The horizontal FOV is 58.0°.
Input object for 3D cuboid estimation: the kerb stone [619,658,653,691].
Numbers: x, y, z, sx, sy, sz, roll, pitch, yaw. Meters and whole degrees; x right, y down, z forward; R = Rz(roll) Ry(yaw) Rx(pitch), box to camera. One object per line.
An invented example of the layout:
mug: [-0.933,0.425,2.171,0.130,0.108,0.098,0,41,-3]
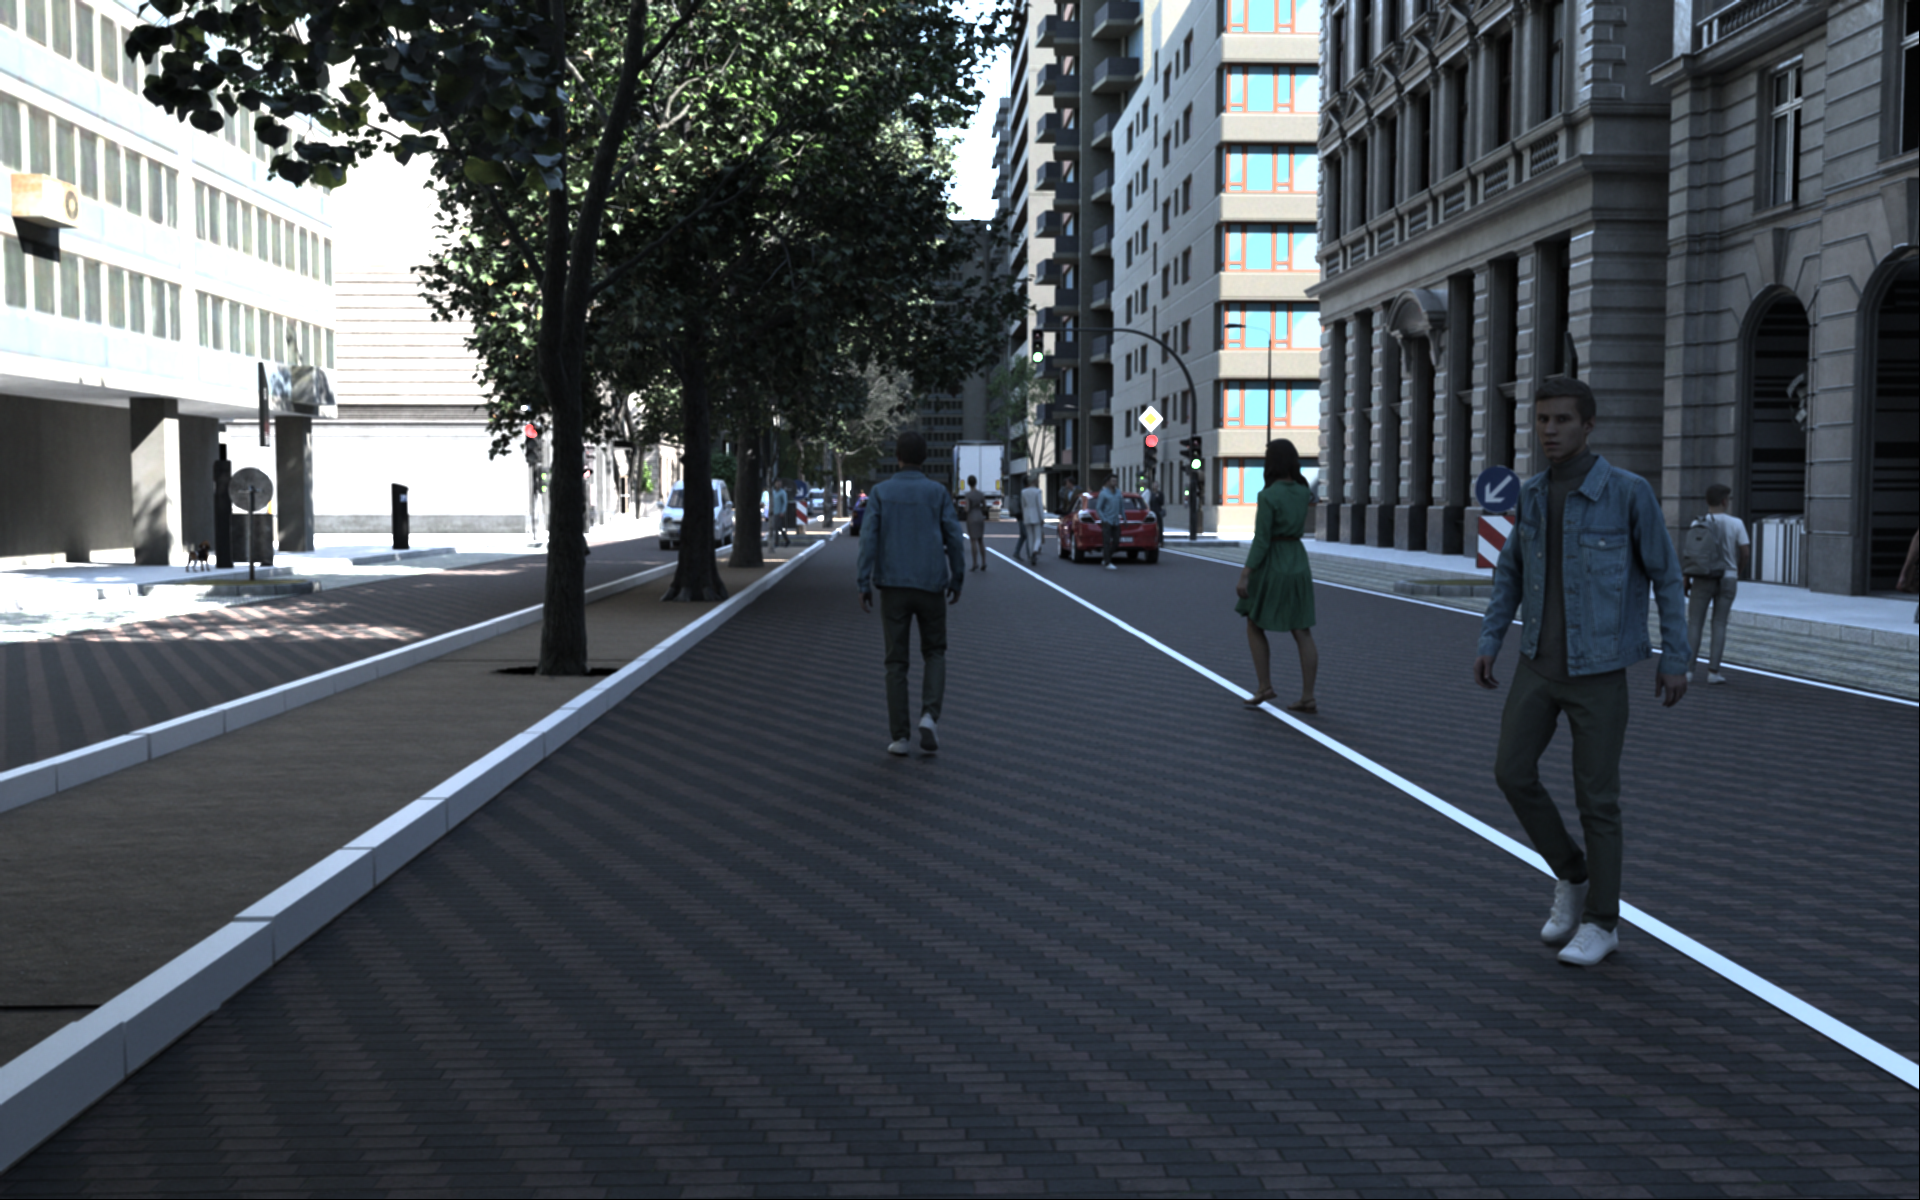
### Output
kerb stone: [-2.442,0.572,12.935,0.120,0.150,1.000,0,4,-2]

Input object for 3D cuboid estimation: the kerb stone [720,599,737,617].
kerb stone: [-2.723,0.128,20.106,0.120,0.150,1.000,0,4,-2]

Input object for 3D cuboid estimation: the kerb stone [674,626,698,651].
kerb stone: [-2.563,0.378,16.019,0.120,0.150,1.000,0,4,-2]

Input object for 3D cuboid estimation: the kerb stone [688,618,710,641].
kerb stone: [-2.603,0.315,17.042,0.120,0.150,1.000,0,4,-2]

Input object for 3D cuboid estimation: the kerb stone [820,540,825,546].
kerb stone: [-3.722,-1.438,45.703,0.120,0.150,1.000,0,4,-2]

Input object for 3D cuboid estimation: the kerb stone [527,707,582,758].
kerb stone: [-2.321,0.759,9.861,0.120,0.150,1.000,0,4,-2]

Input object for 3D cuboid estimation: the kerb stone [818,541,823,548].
kerb stone: [-3.684,-1.373,44.681,0.120,0.150,1.000,0,4,-2]

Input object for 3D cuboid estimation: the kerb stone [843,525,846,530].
kerb stone: [-4.507,-2.661,65.696,0.120,0.150,1.000,0,4,-2]

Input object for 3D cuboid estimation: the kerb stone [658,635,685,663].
kerb stone: [-2.522,0.441,14.991,0.120,0.150,1.000,0,4,-2]

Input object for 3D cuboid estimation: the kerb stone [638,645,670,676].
kerb stone: [-2.482,0.506,13.960,0.120,0.150,1.000,0,4,-2]

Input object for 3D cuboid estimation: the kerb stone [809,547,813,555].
kerb stone: [-3.488,-1.062,39.567,0.120,0.150,1.000,0,4,-2]

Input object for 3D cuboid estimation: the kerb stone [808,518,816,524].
kerb stone: [-7.444,-3.973,87.154,0.120,0.150,1.000,0,4,-2]

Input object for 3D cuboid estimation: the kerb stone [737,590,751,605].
kerb stone: [-2.805,0.002,22.156,0.120,0.150,1.000,0,4,-2]

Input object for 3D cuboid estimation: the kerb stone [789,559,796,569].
kerb stone: [-3.206,-0.624,32.402,0.120,0.150,1.000,0,4,-2]

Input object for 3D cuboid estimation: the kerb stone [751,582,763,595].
kerb stone: [-2.885,-0.123,24.199,0.120,0.150,1.000,0,4,-2]

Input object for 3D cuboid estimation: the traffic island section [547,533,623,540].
traffic island section: [-11.892,-2.010,55.140,2.009,0.180,2.903,0,4,-2]

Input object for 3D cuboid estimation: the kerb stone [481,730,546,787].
kerb stone: [-2.287,0.821,8.838,0.120,0.150,1.000,0,4,-2]

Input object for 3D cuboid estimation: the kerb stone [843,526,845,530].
kerb stone: [-4.466,-2.598,64.674,0.120,0.150,1.000,0,4,-2]

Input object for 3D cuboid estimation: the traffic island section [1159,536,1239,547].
traffic island section: [6.448,-1.564,47.858,2.009,0.180,2.903,0,4,-2]

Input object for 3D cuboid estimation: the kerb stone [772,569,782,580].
kerb stone: [-3.041,-0.373,28.297,0.120,0.150,1.000,0,4,-2]

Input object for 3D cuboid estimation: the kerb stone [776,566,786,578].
kerb stone: [-3.085,-0.436,29.318,0.120,0.150,1.000,0,4,-2]

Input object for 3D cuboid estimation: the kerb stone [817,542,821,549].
kerb stone: [-3.639,-1.313,43.657,0.120,0.150,1.000,0,4,-2]

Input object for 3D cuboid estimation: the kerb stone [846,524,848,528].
kerb stone: [-4.629,-2.845,68.763,0.120,0.150,1.000,0,4,-2]

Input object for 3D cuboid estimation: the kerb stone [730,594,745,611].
kerb stone: [-2.764,0.065,21.129,0.120,0.150,1.000,0,4,-2]

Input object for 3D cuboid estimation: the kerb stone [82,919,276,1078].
kerb stone: [-2.121,1.078,4.739,0.120,0.150,1.000,0,4,-2]

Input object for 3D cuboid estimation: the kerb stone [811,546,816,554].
kerb stone: [-3.522,-1.125,40.589,0.120,0.150,1.000,0,4,-2]

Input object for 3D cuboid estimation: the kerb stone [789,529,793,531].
kerb stone: [-6.726,-2.842,68.711,0.120,0.150,1.000,0,4,-2]

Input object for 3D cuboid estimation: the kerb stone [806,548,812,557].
kerb stone: [-3.438,-1.000,38.542,0.120,0.150,1.000,0,4,-2]

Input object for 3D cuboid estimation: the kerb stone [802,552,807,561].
kerb stone: [-3.357,-0.875,36.500,0.120,0.150,1.000,0,4,-2]

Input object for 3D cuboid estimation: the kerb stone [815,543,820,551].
kerb stone: [-3.601,-1.249,42.634,0.120,0.150,1.000,0,4,-2]

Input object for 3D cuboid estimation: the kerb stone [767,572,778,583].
kerb stone: [-3.002,-0.311,27.276,0.120,0.150,1.000,0,4,-2]

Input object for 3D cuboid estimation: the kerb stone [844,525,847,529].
kerb stone: [-4.540,-2.722,66.717,0.120,0.150,1.000,0,4,-2]

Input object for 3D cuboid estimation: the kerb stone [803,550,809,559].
kerb stone: [-3.405,-0.931,37.521,0.120,0.150,1.000,0,4,-2]

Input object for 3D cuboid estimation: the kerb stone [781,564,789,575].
kerb stone: [-3.123,-0.499,30.346,0.120,0.150,1.000,0,4,-2]

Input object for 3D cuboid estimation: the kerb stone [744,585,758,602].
kerb stone: [-2.833,-0.060,23.178,0.120,0.150,1.000,0,4,-2]

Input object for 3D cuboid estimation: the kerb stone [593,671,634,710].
kerb stone: [-2.399,0.629,11.914,0.120,0.150,1.000,0,4,-2]

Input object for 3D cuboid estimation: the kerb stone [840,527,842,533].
kerb stone: [-4.347,-2.405,61.610,0.120,0.150,1.000,0,4,-2]

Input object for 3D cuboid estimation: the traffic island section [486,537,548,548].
traffic island section: [-11.580,-1.522,47.161,2.009,0.180,2.903,0,4,-2]

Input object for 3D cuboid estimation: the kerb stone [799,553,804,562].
kerb stone: [-3.324,-0.812,35.474,0.120,0.150,1.000,0,4,-2]

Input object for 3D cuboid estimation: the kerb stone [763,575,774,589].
kerb stone: [-2.958,-0.248,26.255,0.120,0.150,1.000,0,4,-2]

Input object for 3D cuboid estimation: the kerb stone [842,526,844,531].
kerb stone: [-4.427,-2.528,63.653,0.120,0.150,1.000,0,4,-2]

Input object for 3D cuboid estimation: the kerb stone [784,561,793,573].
kerb stone: [-3.161,-0.562,31.378,0.120,0.150,1.000,0,4,-2]

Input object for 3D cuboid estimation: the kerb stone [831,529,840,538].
kerb stone: [-4.223,-2.222,58.531,0.120,0.150,1.000,0,4,-2]

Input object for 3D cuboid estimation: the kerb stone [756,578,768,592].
kerb stone: [-2.927,-0.185,25.220,0.120,0.150,1.000,0,4,-2]

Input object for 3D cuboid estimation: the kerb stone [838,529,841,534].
kerb stone: [-4.266,-2.285,59.557,0.120,0.150,1.000,0,4,-2]

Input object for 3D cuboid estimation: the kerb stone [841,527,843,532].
kerb stone: [-4.388,-2.473,62.631,0.120,0.150,1.000,0,4,-2]

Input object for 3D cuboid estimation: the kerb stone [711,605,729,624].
kerb stone: [-2.682,0.193,19.085,0.120,0.150,1.000,0,4,-2]

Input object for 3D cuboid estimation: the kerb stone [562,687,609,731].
kerb stone: [-2.362,0.692,10.882,0.120,0.150,1.000,0,4,-2]

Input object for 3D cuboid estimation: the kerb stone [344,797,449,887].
kerb stone: [-2.204,0.943,6.793,0.120,0.150,1.000,0,4,-2]

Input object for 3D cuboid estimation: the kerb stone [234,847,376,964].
kerb stone: [-2.165,1.006,5.766,0.120,0.150,1.000,0,4,-2]

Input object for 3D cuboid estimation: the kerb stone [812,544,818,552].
kerb stone: [-3.557,-1.185,41.613,0.120,0.150,1.000,0,4,-2]

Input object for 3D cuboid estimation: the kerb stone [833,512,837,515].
kerb stone: [-8.968,-6.353,126.071,0.120,0.150,1.000,0,4,-2]

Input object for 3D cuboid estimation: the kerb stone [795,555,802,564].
kerb stone: [-3.283,-0.750,34.451,0.120,0.150,1.000,0,4,-2]

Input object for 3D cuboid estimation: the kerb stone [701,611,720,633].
kerb stone: [-2.638,0.253,18.063,0.120,0.150,1.000,0,4,-2]

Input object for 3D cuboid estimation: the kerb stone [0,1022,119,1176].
kerb stone: [-2.078,1.130,3.718,0.120,0.150,1.000,0,4,-2]

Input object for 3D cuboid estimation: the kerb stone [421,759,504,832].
kerb stone: [-2.243,0.880,7.814,0.120,0.150,1.000,0,4,-2]

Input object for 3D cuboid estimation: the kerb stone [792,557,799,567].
kerb stone: [-3.245,-0.687,33.423,0.120,0.150,1.000,0,4,-2]
